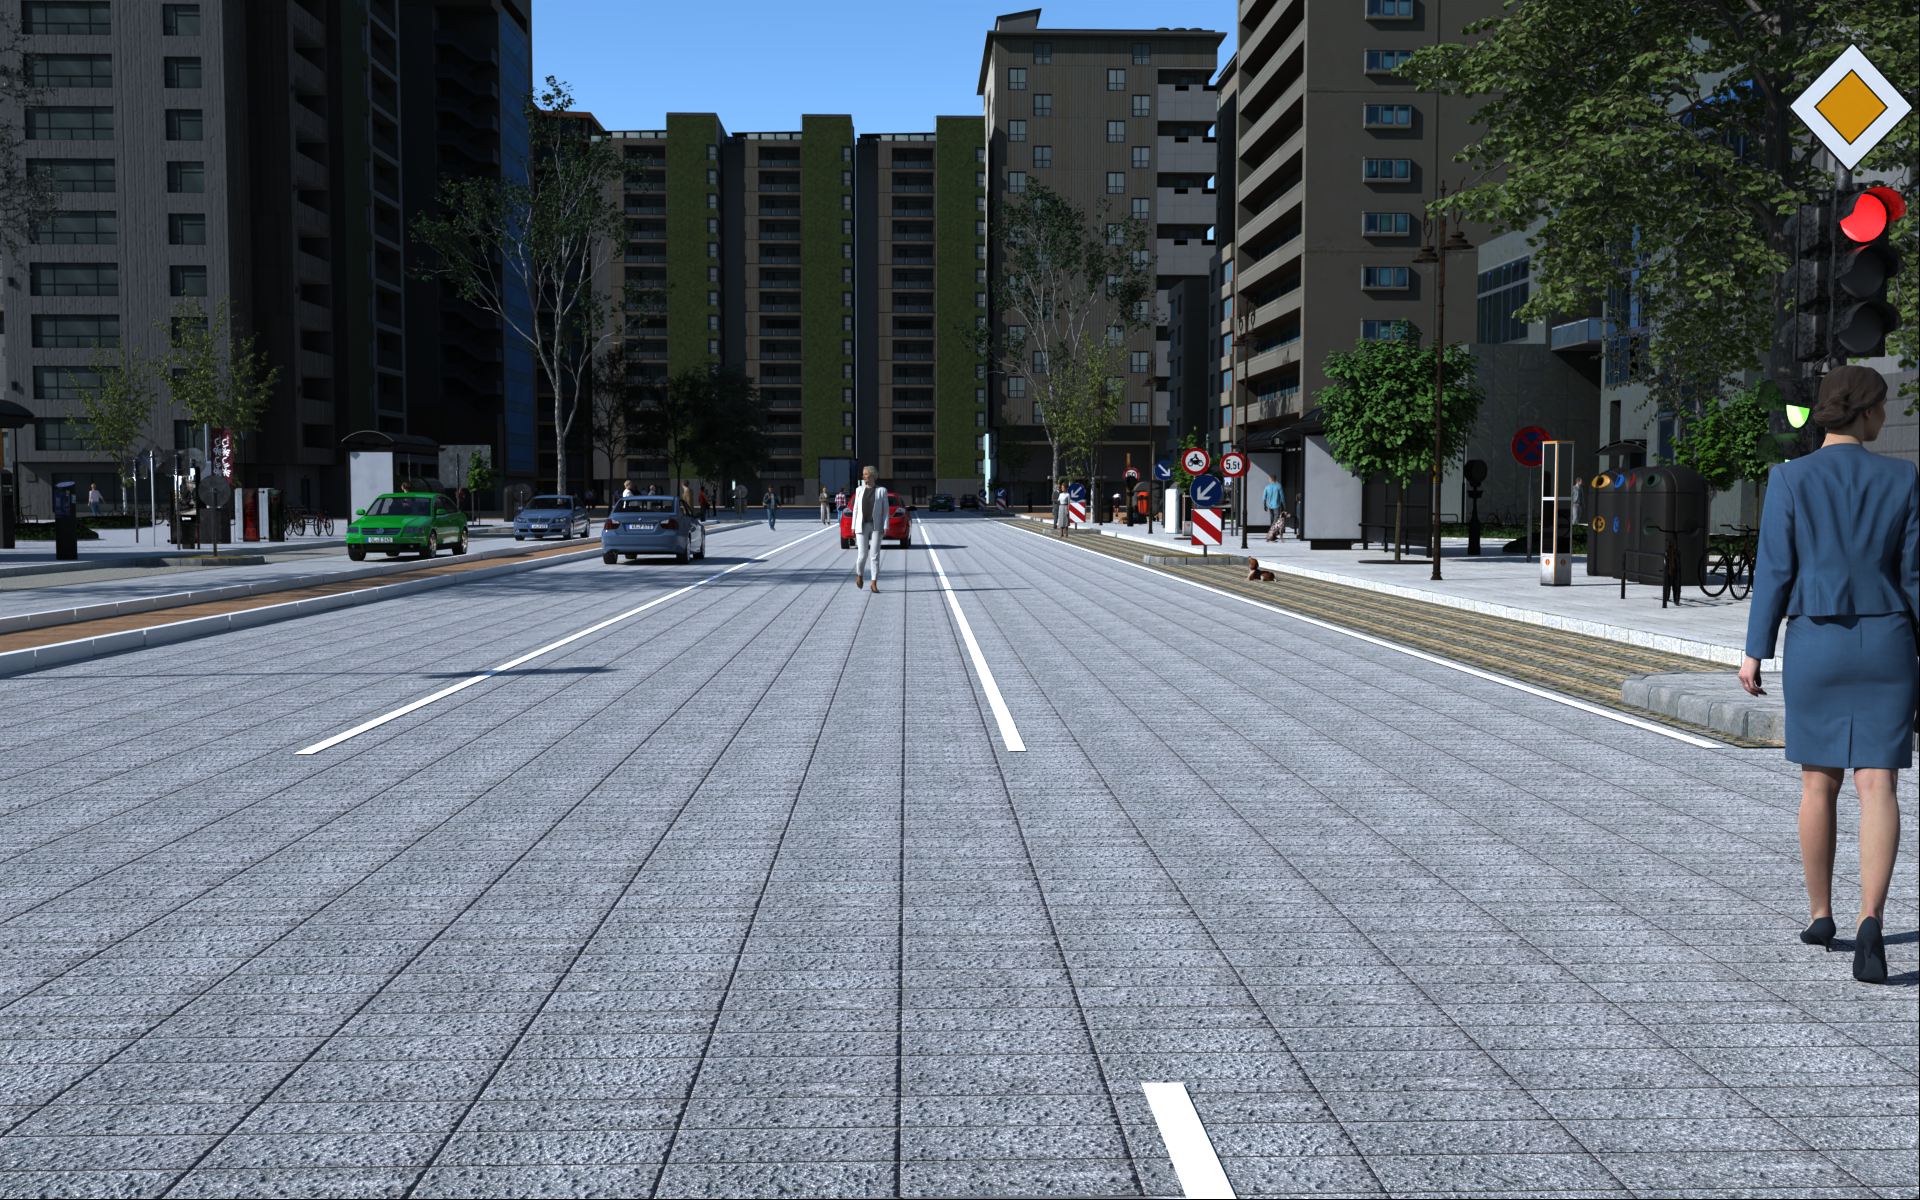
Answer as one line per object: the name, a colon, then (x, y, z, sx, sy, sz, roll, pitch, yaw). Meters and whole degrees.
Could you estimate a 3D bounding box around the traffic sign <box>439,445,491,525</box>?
traffic sign: (-20.528, -4.767, 71.819, 2.265, 3.308, 0.079, 0, 4, 8)

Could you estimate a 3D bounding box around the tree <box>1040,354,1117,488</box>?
tree: (5.909, -8.597, 90.922, 4.360, 8.622, 3.978, 0, 3, 0)

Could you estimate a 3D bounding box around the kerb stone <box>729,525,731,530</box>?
kerb stone: (-9.343, -2.872, 69.151, 0.120, 0.150, 1.000, 0, 4, -2)

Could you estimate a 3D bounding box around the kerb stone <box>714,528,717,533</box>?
kerb stone: (-9.192, -2.558, 64.011, 0.120, 0.150, 1.000, 0, 4, -2)

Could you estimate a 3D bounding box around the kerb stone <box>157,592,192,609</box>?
kerb stone: (-10.027, 0.017, 21.917, 0.120, 0.150, 1.000, 0, 4, -2)

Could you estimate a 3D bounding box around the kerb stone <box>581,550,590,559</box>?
kerb stone: (-8.410, -0.986, 38.355, 0.120, 0.150, 1.000, 0, 4, -2)

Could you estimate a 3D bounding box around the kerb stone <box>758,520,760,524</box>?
kerb stone: (-9.748, -3.686, 82.465, 0.120, 0.150, 1.000, 0, 4, -2)

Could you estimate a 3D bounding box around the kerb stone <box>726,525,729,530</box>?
kerb stone: (-9.313, -2.806, 68.126, 0.120, 0.150, 1.000, 0, 4, -2)

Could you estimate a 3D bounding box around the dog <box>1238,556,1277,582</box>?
dog: (4.898, -0.503, 28.417, 0.550, 0.427, 0.748, 0, 4, -3)

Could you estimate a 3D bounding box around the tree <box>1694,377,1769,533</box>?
tree: (22.074, -3.915, 47.731, 4.285, 4.588, 4.351, 0, 3, 0)

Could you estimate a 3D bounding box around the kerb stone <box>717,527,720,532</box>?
kerb stone: (-9.224, -2.621, 65.042, 0.120, 0.150, 1.000, 0, 4, -2)

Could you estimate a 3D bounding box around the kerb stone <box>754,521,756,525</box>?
kerb stone: (-9.681, -3.559, 80.422, 0.120, 0.150, 1.000, 0, 4, -2)

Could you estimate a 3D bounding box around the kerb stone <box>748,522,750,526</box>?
kerb stone: (-9.588, -3.364, 77.345, 0.120, 0.150, 1.000, 0, 4, -2)

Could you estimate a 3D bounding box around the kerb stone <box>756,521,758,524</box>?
kerb stone: (-9.711, -3.624, 81.443, 0.120, 0.150, 1.000, 0, 4, -2)

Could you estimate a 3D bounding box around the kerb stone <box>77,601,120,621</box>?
kerb stone: (-9.963, 0.142, 19.871, 0.120, 0.150, 1.000, 0, 4, -2)

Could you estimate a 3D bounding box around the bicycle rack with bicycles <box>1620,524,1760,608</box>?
bicycle rack with bicycles: (9.049, -0.427, 20.364, 2.852, 0.926, 2.925, 0, 4, 8)

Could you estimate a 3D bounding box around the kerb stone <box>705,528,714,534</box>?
kerb stone: (-9.152, -2.494, 62.979, 0.120, 0.150, 1.000, 0, 4, -2)

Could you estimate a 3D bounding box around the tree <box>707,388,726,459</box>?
tree: (-20.209, -11.703, 125.755, 8.767, 10.594, 7.601, 3, 5, 42)

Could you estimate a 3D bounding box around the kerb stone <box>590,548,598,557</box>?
kerb stone: (-8.436, -1.051, 39.377, 0.120, 0.150, 1.000, 0, 4, -2)

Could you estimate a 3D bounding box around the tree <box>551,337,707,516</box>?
tree: (-20.305, -10.239, 101.817, 7.601, 10.594, 8.767, -2, 4, -30)

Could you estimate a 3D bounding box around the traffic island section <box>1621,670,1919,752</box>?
traffic island section: (5.571, 0.685, 11.076, 2.009, 0.180, 2.903, 0, 4, -2)

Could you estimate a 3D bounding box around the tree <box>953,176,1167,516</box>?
tree: (5.965, -15.043, 101.834, 12.611, 20.169, 13.585, 0, 3, 0)

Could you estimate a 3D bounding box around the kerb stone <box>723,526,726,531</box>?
kerb stone: (-9.282, -2.746, 67.090, 0.120, 0.150, 1.000, 0, 4, -2)

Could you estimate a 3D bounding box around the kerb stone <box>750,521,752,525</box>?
kerb stone: (-9.622, -3.436, 78.366, 0.120, 0.150, 1.000, 0, 4, -2)

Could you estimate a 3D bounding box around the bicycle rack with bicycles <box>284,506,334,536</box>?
bicycle rack with bicycles: (-20.604, -2.409, 52.763, 2.852, 0.926, 2.925, -2, 4, -34)

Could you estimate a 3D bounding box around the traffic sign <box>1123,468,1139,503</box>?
traffic sign: (8.256, -5.101, 83.505, 0.768, 2.556, 0.104, 0, 4, 4)

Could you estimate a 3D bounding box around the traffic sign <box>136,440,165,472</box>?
traffic sign: (-19.594, -2.587, 42.038, 0.795, 2.593, 0.064, 0, 4, 2)

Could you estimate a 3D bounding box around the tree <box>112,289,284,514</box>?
tree: (-27.238, -6.901, 63.199, 4.737, 8.622, 4.395, 0, 3, 0)

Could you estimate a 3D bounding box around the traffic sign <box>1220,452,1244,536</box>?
traffic sign: (8.267, -3.207, 52.536, 0.768, 2.556, 0.104, 0, 4, 6)

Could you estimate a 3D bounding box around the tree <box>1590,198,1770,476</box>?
tree: (17.866, -5.633, 42.469, 4.360, 8.622, 3.978, 0, 3, 0)

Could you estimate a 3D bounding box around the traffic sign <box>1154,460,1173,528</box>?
traffic sign: (7.676, -3.976, 65.120, 0.768, 2.556, 0.104, 0, 4, 5)

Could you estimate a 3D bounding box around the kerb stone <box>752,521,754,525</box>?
kerb stone: (-9.659, -3.498, 79.392, 0.120, 0.150, 1.000, 0, 4, -2)

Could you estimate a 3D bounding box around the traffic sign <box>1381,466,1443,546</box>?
traffic sign: (10.716, -2.974, 42.493, 2.265, 3.308, 0.079, 0, 4, -1)

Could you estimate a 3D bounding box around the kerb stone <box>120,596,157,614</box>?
kerb stone: (-9.992, 0.080, 20.893, 0.120, 0.150, 1.000, 0, 4, -2)

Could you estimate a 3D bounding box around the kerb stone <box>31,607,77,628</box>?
kerb stone: (-9.930, 0.205, 18.838, 0.120, 0.150, 1.000, 0, 4, -2)

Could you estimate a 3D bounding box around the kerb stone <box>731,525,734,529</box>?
kerb stone: (-9.374, -2.934, 70.173, 0.120, 0.150, 1.000, 0, 4, -2)

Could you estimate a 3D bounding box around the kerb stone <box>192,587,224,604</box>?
kerb stone: (-10.050, -0.046, 22.945, 0.120, 0.150, 1.000, 0, 4, -2)

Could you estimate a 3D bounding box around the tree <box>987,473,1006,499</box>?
tree: (3.149, -9.880, 156.131, 1.663, 3.219, 1.824, 0, 3, 0)

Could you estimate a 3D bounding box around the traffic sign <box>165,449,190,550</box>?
traffic sign: (-17.882, -2.292, 39.597, 0.606, 2.300, 0.079, 0, 4, 8)

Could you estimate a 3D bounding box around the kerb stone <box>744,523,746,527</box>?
kerb stone: (-9.528, -3.248, 75.297, 0.120, 0.150, 1.000, 0, 4, -2)

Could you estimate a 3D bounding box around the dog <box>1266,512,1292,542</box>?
dog: (8.391, -1.946, 46.189, 0.513, 0.831, 0.800, -2, 4, -30)

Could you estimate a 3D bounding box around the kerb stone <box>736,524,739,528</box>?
kerb stone: (-9.436, -3.057, 72.221, 0.120, 0.150, 1.000, 0, 4, -2)

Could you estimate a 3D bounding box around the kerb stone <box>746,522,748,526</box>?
kerb stone: (-9.562, -3.310, 76.319, 0.120, 0.150, 1.000, 0, 4, -2)

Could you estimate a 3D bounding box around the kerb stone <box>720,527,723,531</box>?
kerb stone: (-9.252, -2.683, 66.064, 0.120, 0.150, 1.000, 0, 4, -2)

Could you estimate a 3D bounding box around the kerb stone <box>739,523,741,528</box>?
kerb stone: (-9.465, -3.122, 73.245, 0.120, 0.150, 1.000, 0, 4, -2)

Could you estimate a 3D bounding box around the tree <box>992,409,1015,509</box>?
tree: (4.613, -12.222, 150.192, 4.737, 8.622, 4.395, 0, 3, 0)

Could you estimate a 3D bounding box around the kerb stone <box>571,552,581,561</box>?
kerb stone: (-8.380, -0.921, 37.328, 0.120, 0.150, 1.000, 0, 4, -2)

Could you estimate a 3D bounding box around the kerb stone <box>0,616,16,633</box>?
kerb stone: (-9.894, 0.268, 17.812, 0.120, 0.150, 1.000, 0, 4, -2)

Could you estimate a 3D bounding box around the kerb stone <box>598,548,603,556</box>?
kerb stone: (-8.472, -1.113, 40.399, 0.120, 0.150, 1.000, 0, 4, -2)

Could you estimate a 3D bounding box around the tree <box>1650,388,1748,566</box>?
tree: (13.642, -2.245, 31.308, 1.663, 3.219, 1.824, 0, 3, 0)

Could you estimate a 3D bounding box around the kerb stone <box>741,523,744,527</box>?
kerb stone: (-9.497, -3.185, 74.276, 0.120, 0.150, 1.000, 0, 4, -2)

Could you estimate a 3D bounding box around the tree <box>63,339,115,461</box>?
tree: (-39.399, -7.992, 81.035, 4.737, 8.622, 4.395, 0, 3, 0)

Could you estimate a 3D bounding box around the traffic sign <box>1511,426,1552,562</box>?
traffic sign: (10.692, -1.979, 32.463, 0.768, 2.556, 0.104, 0, 4, 6)

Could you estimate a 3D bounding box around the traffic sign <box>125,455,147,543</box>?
traffic sign: (-21.621, -2.650, 45.455, 0.606, 2.300, 0.079, 0, 4, 7)

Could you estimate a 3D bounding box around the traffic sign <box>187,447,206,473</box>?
traffic sign: (-20.936, -2.885, 47.271, 0.768, 2.556, 0.104, 0, 4, 8)

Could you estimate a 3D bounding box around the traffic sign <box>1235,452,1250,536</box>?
traffic sign: (8.493, -3.239, 53.056, 0.768, 2.556, 0.104, 0, 4, 7)

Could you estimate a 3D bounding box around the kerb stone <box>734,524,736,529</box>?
kerb stone: (-9.409, -2.997, 71.195, 0.120, 0.150, 1.000, 0, 4, -2)

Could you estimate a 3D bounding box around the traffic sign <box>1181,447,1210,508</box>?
traffic sign: (6.385, -2.867, 46.988, 0.768, 2.556, 0.104, 0, 4, 8)
